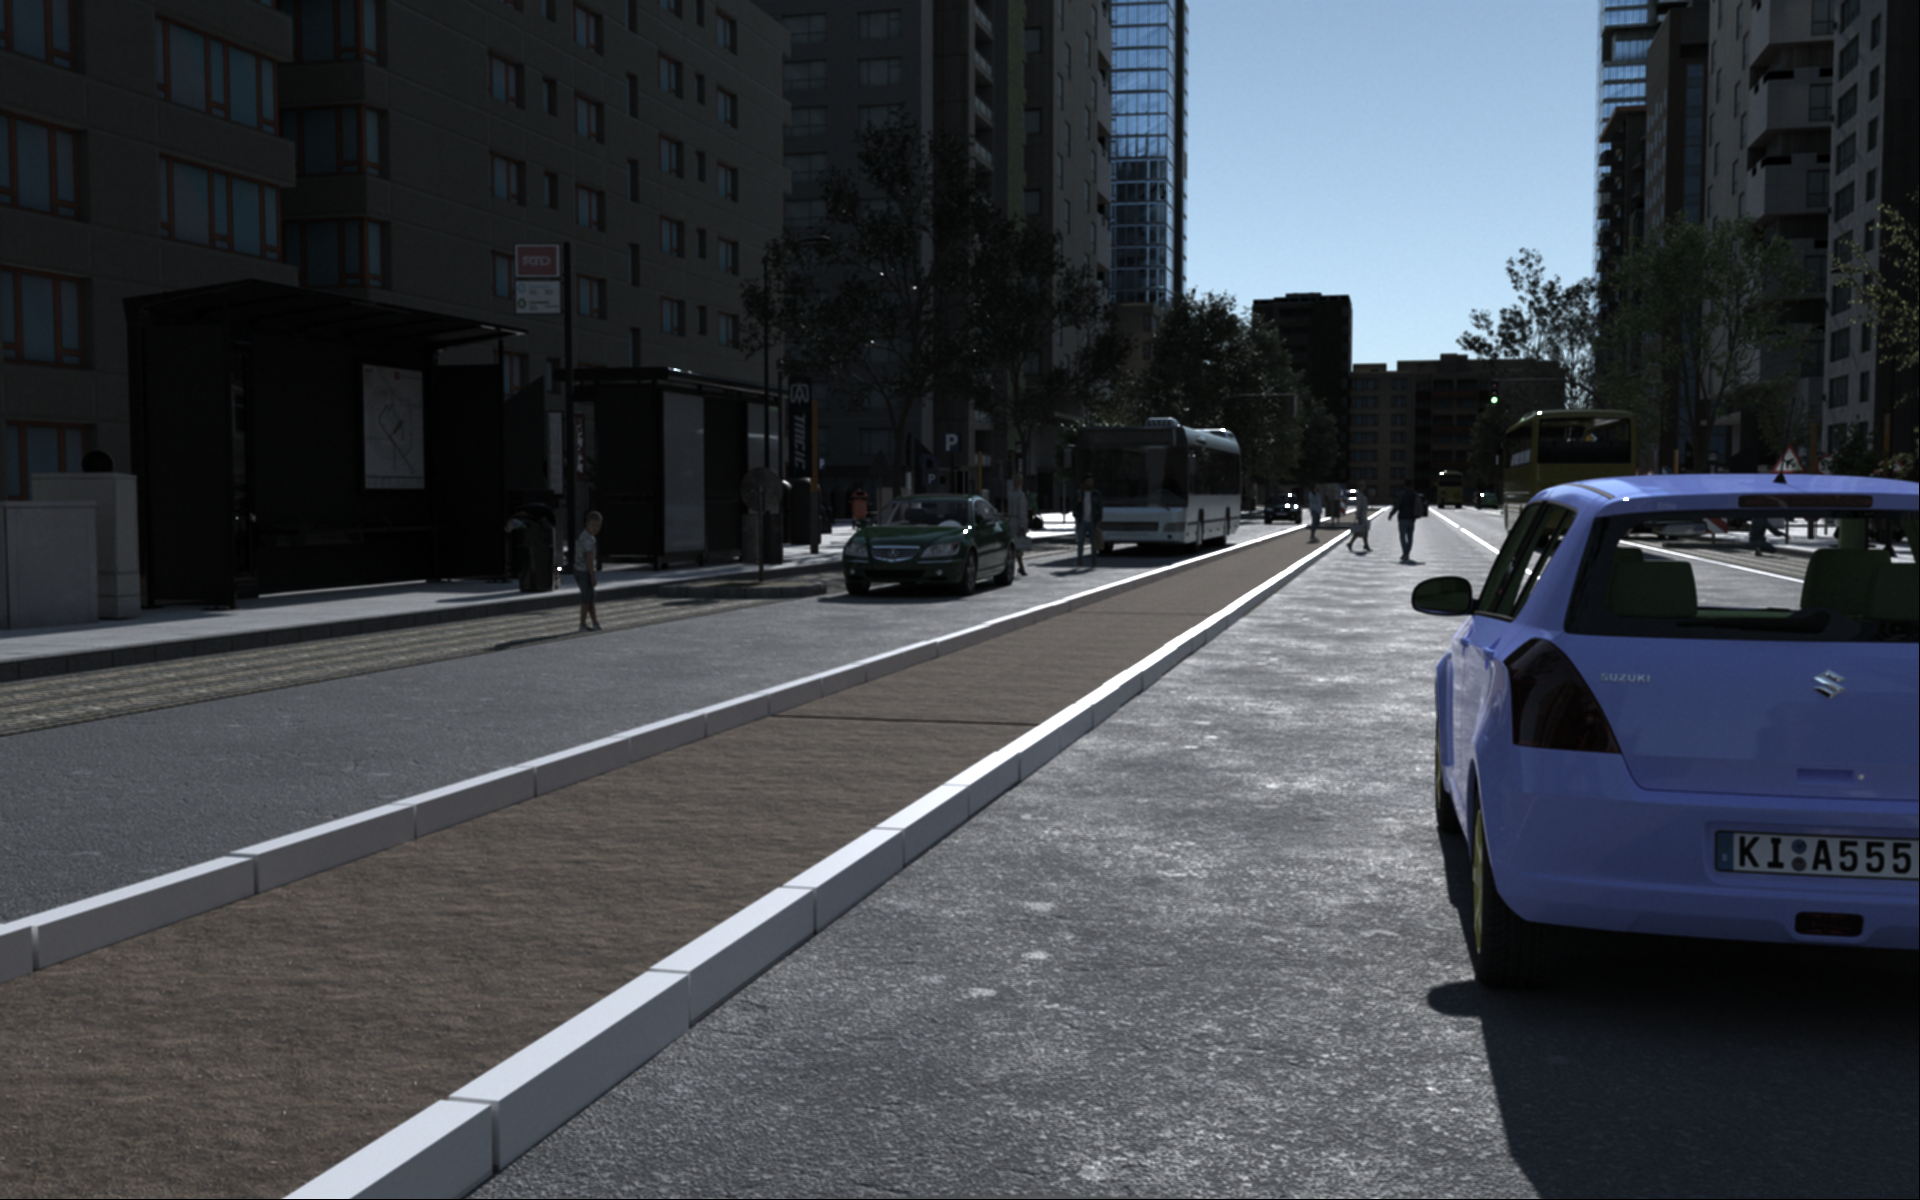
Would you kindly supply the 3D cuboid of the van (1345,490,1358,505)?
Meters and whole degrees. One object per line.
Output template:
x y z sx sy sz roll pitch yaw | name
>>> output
41.952 -10.900 185.218 2.013 2.044 4.112 1 4 14 | van

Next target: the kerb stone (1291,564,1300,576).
5.745 -0.475 29.962 0.120 0.150 1.000 1 4 14 | kerb stone

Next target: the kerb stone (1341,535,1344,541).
11.127 -1.749 50.823 0.120 0.150 1.000 1 4 14 | kerb stone

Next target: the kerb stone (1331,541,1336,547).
9.592 -1.384 44.872 0.120 0.150 1.000 1 4 14 | kerb stone

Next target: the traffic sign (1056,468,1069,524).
4.460 -4.525 74.094 0.768 2.556 0.104 1 4 15 | traffic sign

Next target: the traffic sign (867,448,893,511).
-2.264 -3.015 49.295 0.884 2.594 0.081 1 4 22 | traffic sign

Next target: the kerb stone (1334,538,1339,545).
10.100 -1.509 46.860 0.120 0.150 1.000 1 4 14 | kerb stone

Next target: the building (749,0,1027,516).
-4.422 -25.592 102.022 14.154 41.232 14.086 1 4 14 | building

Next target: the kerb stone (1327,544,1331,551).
8.832 -1.197 41.890 0.120 0.150 1.000 1 4 14 | kerb stone

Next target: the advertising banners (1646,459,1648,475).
34.311 -5.515 86.361 0.090 3.025 2.074 2 4 28 | advertising banners

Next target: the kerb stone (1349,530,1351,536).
12.666 -2.116 56.791 0.120 0.150 1.000 1 4 14 | kerb stone

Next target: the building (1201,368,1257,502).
30.235 -25.680 264.908 28.899 21.520 27.650 1 4 14 | building

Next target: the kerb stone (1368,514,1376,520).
23.565 -4.697 99.034 0.120 0.150 1.000 1 4 14 | kerb stone

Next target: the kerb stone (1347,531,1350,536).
12.411 -2.055 55.793 0.120 0.150 1.000 1 4 14 | kerb stone

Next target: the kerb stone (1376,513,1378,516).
25.100 -5.064 104.995 0.120 0.150 1.000 1 4 14 | kerb stone

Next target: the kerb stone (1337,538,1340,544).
10.353 -1.567 47.856 0.120 0.150 1.000 1 4 14 | kerb stone

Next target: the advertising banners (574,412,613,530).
-8.024 -2.560 38.040 0.090 3.025 2.074 1 4 12 | advertising banners

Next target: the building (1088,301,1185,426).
7.573 -20.084 173.418 27.650 21.520 28.899 1 4 14 | building

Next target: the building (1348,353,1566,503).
72.468 -25.049 254.591 28.899 21.520 27.650 1 4 14 | building

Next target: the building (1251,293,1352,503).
49.729 -29.391 252.247 14.107 30.474 14.160 1 4 14 | building

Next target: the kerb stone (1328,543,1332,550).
9.075 -1.266 42.892 0.120 0.150 1.000 1 4 14 | kerb stone

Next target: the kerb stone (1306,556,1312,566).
6.770 -0.717 33.945 0.120 0.150 1.000 1 4 14 | kerb stone

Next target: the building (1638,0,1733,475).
69.990 -30.973 156.519 14.600 45.320 14.200 1 4 14 | building

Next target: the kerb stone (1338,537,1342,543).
10.614 -1.628 48.844 0.120 0.150 1.000 1 4 14 | kerb stone

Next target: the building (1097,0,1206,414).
15.237 -54.913 210.490 31.000 86.520 22.319 1 4 14 | building

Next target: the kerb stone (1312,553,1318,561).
7.284 -0.839 35.926 0.120 0.150 1.000 1 4 14 | kerb stone

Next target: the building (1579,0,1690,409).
101.132 -56.817 241.625 31.000 86.520 22.319 1 4 14 | building

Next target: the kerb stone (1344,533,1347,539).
11.635 -1.872 52.803 0.120 0.150 1.000 1 4 14 | kerb stone

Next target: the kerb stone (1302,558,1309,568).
6.508 -0.658 32.948 0.120 0.150 1.000 1 4 14 | kerb stone

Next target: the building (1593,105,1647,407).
82.365 -32.807 191.023 22.147 44.769 28.867 1 4 14 | building

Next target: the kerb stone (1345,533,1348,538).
11.889 -1.931 53.803 0.120 0.150 1.000 1 4 14 | kerb stone

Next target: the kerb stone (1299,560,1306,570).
6.256 -0.597 31.955 0.120 0.150 1.000 1 4 14 | kerb stone

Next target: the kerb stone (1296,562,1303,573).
5.999 -0.536 30.962 0.120 0.150 1.000 1 4 14 | kerb stone

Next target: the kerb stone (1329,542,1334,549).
9.332 -1.321 43.883 0.120 0.150 1.000 1 4 14 | kerb stone

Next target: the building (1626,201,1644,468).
73.036 -24.430 171.129 14.160 30.474 14.107 1 4 14 | building

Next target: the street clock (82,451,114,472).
-14.382 -1.491 28.949 0.471 2.002 0.358 -1 4 -21 | street clock

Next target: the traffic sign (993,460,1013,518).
1.266 -3.017 51.456 0.606 2.300 0.079 1 4 19 | traffic sign

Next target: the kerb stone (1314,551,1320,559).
7.536 -0.892 36.917 0.120 0.150 1.000 1 4 14 | kerb stone

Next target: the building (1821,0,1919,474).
52.972 -19.316 87.511 14.107 30.474 14.160 1 4 14 | building

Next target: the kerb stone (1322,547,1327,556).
8.317 -1.083 39.901 0.120 0.150 1.000 1 4 14 | kerb stone

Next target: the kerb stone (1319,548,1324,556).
8.045 -1.017 38.913 0.120 0.150 1.000 1 4 14 | kerb stone

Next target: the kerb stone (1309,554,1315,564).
7.029 -0.778 34.937 0.120 0.150 1.000 1 4 14 | kerb stone

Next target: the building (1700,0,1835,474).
67.413 -32.347 118.112 28.713 52.752 27.495 1 4 14 | building

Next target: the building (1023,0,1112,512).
-3.458 -33.234 132.616 28.713 52.752 27.495 1 4 14 | building

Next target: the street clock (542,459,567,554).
-7.711 -1.746 33.117 0.471 2.002 0.358 1 4 18 | street clock

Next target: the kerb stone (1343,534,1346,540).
11.389 -1.811 51.811 0.120 0.150 1.000 1 4 14 | kerb stone

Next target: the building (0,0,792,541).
-23.757 -12.862 55.333 28.899 21.520 27.650 1 4 14 | building

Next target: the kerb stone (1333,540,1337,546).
9.845 -1.447 45.871 0.120 0.150 1.000 1 4 14 | kerb stone

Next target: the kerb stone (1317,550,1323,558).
7.798 -0.957 37.921 0.120 0.150 1.000 1 4 14 | kerb stone

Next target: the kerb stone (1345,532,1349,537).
12.158 -1.991 54.803 0.120 0.150 1.000 1 4 14 | kerb stone

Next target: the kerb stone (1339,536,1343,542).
10.862 -1.688 49.836 0.120 0.150 1.000 1 4 14 | kerb stone

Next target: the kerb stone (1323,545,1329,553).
8.568 -1.144 40.900 0.120 0.150 1.000 1 4 14 | kerb stone
